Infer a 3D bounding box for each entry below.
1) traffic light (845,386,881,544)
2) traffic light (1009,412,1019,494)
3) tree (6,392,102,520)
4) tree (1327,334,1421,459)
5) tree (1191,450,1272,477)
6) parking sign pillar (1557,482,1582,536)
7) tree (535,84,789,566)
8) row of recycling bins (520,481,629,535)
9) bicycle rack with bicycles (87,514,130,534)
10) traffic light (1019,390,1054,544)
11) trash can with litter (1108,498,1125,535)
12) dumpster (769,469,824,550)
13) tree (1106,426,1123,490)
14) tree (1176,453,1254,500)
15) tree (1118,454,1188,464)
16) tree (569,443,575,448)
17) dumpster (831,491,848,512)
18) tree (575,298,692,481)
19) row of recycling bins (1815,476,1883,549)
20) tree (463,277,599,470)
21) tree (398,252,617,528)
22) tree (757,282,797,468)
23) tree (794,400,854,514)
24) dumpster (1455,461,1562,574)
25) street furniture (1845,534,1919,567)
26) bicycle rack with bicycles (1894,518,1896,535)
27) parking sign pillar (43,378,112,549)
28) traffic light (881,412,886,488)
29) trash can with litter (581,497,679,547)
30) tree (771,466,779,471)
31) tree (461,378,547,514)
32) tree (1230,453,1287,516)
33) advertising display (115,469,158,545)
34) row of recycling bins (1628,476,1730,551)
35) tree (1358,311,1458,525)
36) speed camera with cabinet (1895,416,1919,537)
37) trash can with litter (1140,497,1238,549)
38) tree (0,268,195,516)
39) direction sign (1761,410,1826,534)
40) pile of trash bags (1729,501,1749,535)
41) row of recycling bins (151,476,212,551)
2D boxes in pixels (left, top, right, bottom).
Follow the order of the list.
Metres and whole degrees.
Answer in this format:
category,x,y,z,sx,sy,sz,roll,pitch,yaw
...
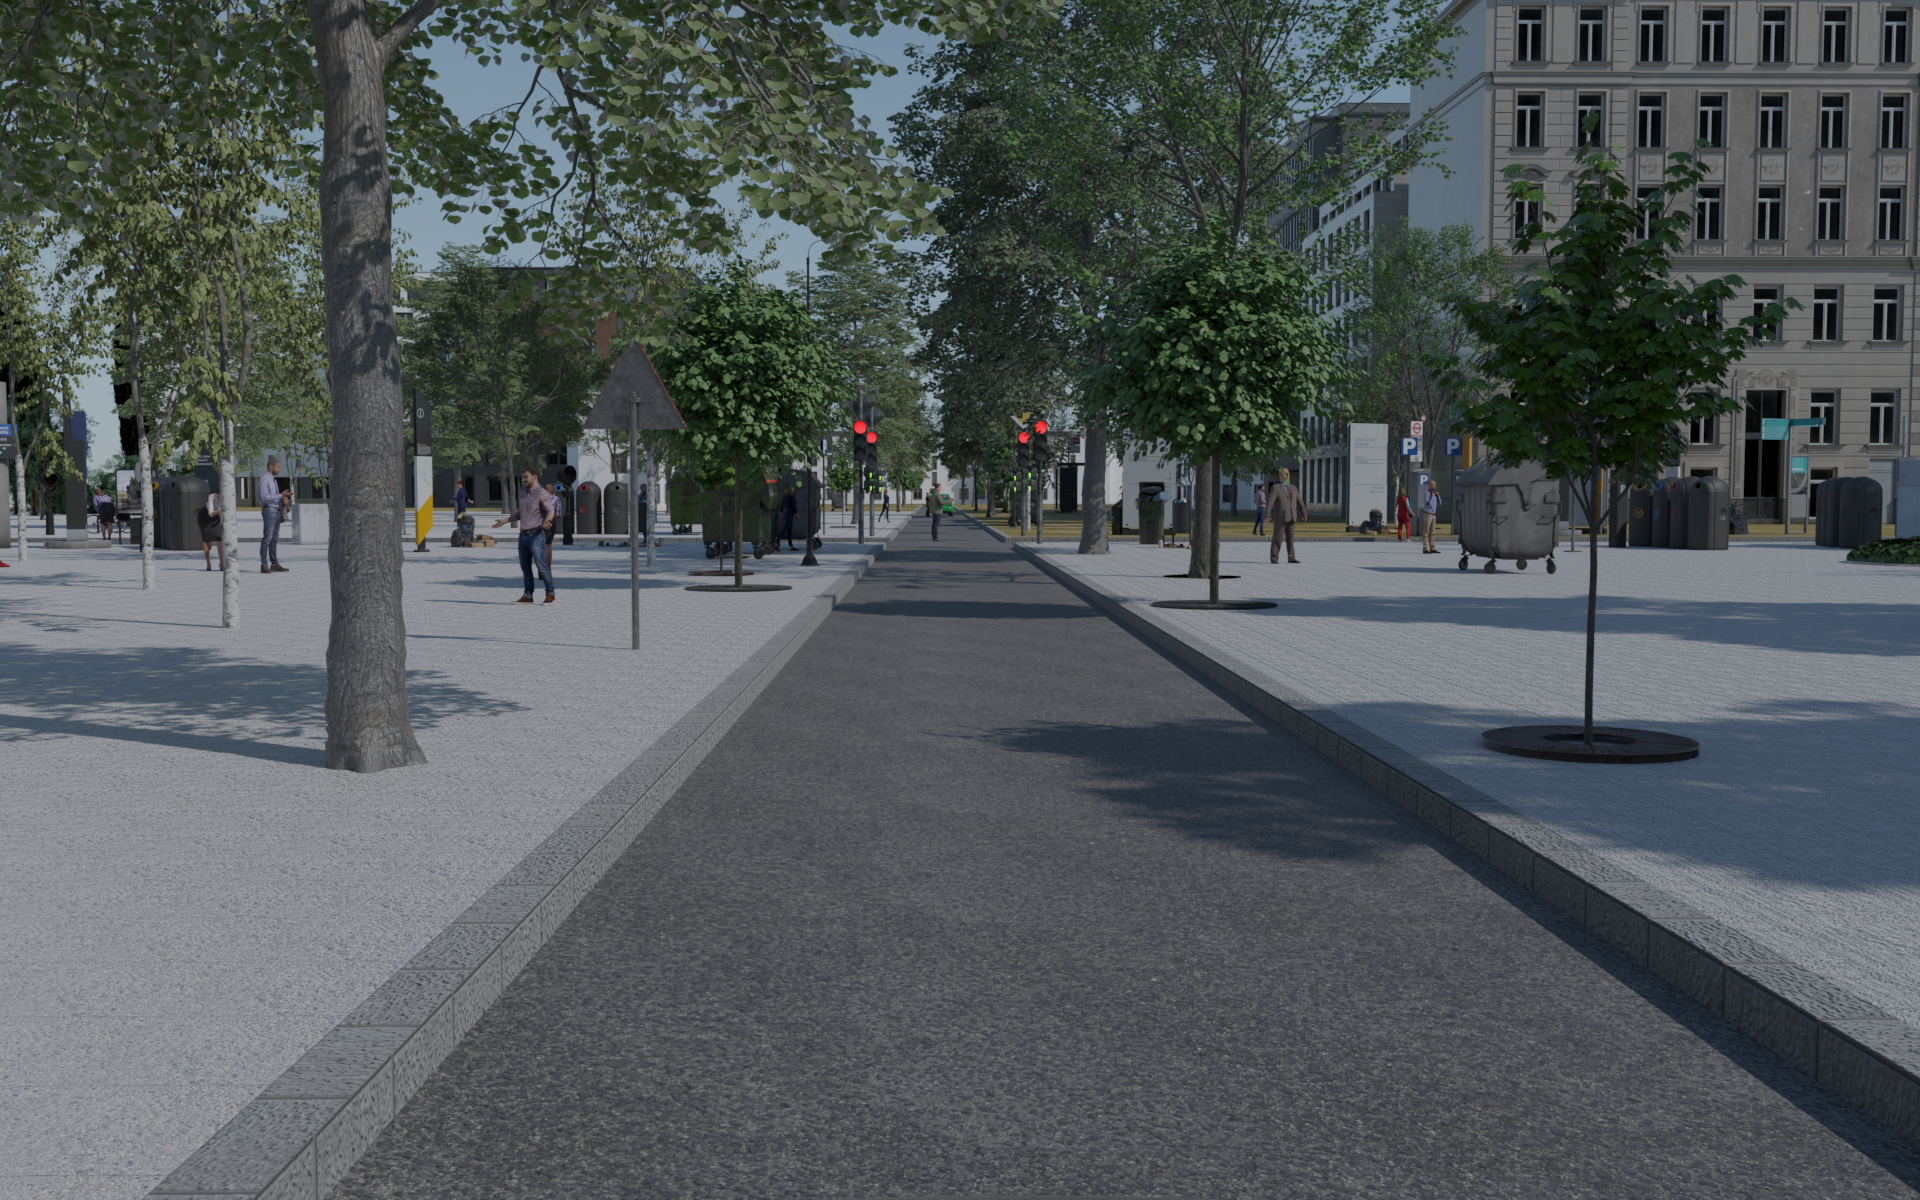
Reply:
category,x,y,z,sx,sy,sz,roll,pitch,yaw
traffic light,-2.527,-3.377,44.464,0.839,4.213,0.868,0,4,-1
traffic light,1.906,-3.871,52.537,0.839,4.213,0.868,0,4,-1
tree,-51.934,-7.243,81.323,11.467,7.101,20.602,3,4,36
tree,18.107,-7.715,76.497,4.737,8.622,4.395,0,3,0
tree,10.480,-9.274,73.686,6.751,12.117,7.091,0,3,0
parking sign pillar,18.297,-3.946,52.993,1.447,3.967,1.447,0,4,7
tree,-5.246,-4.903,30.532,4.737,8.622,4.395,0,3,0
row of recycling bins,-12.313,-2.945,55.265,3.534,1.692,1.069,0,4,3
bicycle rack with bicycles,-27.386,-2.688,57.336,2.925,0.926,2.852,-2,4,-26
traffic light,2.033,-3.383,44.552,0.839,4.213,0.868,0,4,-1
trash can with litter,4.751,-2.630,54.396,1.055,1.170,0.624,0,4,1
dumpster,-3.867,-2.124,40.482,1.264,1.857,1.865,0,4,-1
tree,9.491,-9.077,98.771,4.737,8.622,4.395,0,3,0
tree,9.101,-6.741,60.573,4.360,8.622,3.978,0,3,0
tree,14.280,-11.413,121.010,7.601,10.594,8.767,2,4,24
tree,-24.423,-12.028,122.408,9.928,11.665,9.643,0,3,0
dumpster,-8.832,-7.403,126.803,1.264,1.857,1.865,0,4,-1
tree,-13.470,-9.919,87.936,9.928,11.665,9.643,0,3,0
row of recycling bins,21.475,-2.132,41.973,1.069,1.692,3.534,1,4,16
tree,-24.687,-11.794,100.248,7.806,13.903,7.818,0,3,0
tree,-16.789,-7.990,65.047,8.767,10.594,7.601,-1,4,-13
tree,-12.119,-11.976,103.223,7.806,13.903,7.818,0,3,0
tree,-7.384,-7.946,80.279,4.360,8.622,3.978,0,3,0
dumpster,8.995,-1.386,28.415,1.264,1.857,1.865,0,4,-1
street furniture,21.687,-1.032,32.507,10.072,0.657,5.734,1,4,10
bicycle rack with bicycles,30.246,-2.446,53.375,2.852,0.926,2.925,-1,4,-11
parking sign pillar,-20.930,-3.211,40.975,1.447,3.967,1.447,-2,4,-25
traffic light,-2.654,-3.866,52.448,0.839,4.213,0.868,0,4,-1
trash can with litter,-8.143,-1.913,42.340,2.233,1.210,1.678,1,4,13
tree,-15.606,-12.275,122.746,6.751,12.117,7.091,0,3,0
tree,-29.153,-11.527,110.514,6.751,12.117,7.091,0,3,0
tree,15.854,-11.265,102.303,7.486,12.596,7.792,0,3,0
advertising display,-20.802,-2.360,43.800,0.974,1.923,0.123,-1,4,-17
row of recycling bins,17.033,-2.076,41.051,1.069,1.692,3.534,0,4,-7
tree,18.102,-7.362,70.735,4.360,8.622,3.978,0,3,0
speed camera with cabinet,23.650,-2.981,43.072,0.660,3.252,2.038,2,4,29
trash can with litter,5.478,-1.817,40.767,2.233,1.210,1.678,3,5,43
tree,-54.681,-12.525,106.606,18.604,14.587,13.155,2,4,35
direction sign,26.562,-4.021,54.502,2.525,3.948,1.411,-2,4,-25
pile of trash bags,23.123,-2.767,55.001,3.447,1.369,1.912,-1,4,-13
row of recycling bins,-18.254,-2.044,40.534,1.069,1.692,3.534,-2,4,-34
